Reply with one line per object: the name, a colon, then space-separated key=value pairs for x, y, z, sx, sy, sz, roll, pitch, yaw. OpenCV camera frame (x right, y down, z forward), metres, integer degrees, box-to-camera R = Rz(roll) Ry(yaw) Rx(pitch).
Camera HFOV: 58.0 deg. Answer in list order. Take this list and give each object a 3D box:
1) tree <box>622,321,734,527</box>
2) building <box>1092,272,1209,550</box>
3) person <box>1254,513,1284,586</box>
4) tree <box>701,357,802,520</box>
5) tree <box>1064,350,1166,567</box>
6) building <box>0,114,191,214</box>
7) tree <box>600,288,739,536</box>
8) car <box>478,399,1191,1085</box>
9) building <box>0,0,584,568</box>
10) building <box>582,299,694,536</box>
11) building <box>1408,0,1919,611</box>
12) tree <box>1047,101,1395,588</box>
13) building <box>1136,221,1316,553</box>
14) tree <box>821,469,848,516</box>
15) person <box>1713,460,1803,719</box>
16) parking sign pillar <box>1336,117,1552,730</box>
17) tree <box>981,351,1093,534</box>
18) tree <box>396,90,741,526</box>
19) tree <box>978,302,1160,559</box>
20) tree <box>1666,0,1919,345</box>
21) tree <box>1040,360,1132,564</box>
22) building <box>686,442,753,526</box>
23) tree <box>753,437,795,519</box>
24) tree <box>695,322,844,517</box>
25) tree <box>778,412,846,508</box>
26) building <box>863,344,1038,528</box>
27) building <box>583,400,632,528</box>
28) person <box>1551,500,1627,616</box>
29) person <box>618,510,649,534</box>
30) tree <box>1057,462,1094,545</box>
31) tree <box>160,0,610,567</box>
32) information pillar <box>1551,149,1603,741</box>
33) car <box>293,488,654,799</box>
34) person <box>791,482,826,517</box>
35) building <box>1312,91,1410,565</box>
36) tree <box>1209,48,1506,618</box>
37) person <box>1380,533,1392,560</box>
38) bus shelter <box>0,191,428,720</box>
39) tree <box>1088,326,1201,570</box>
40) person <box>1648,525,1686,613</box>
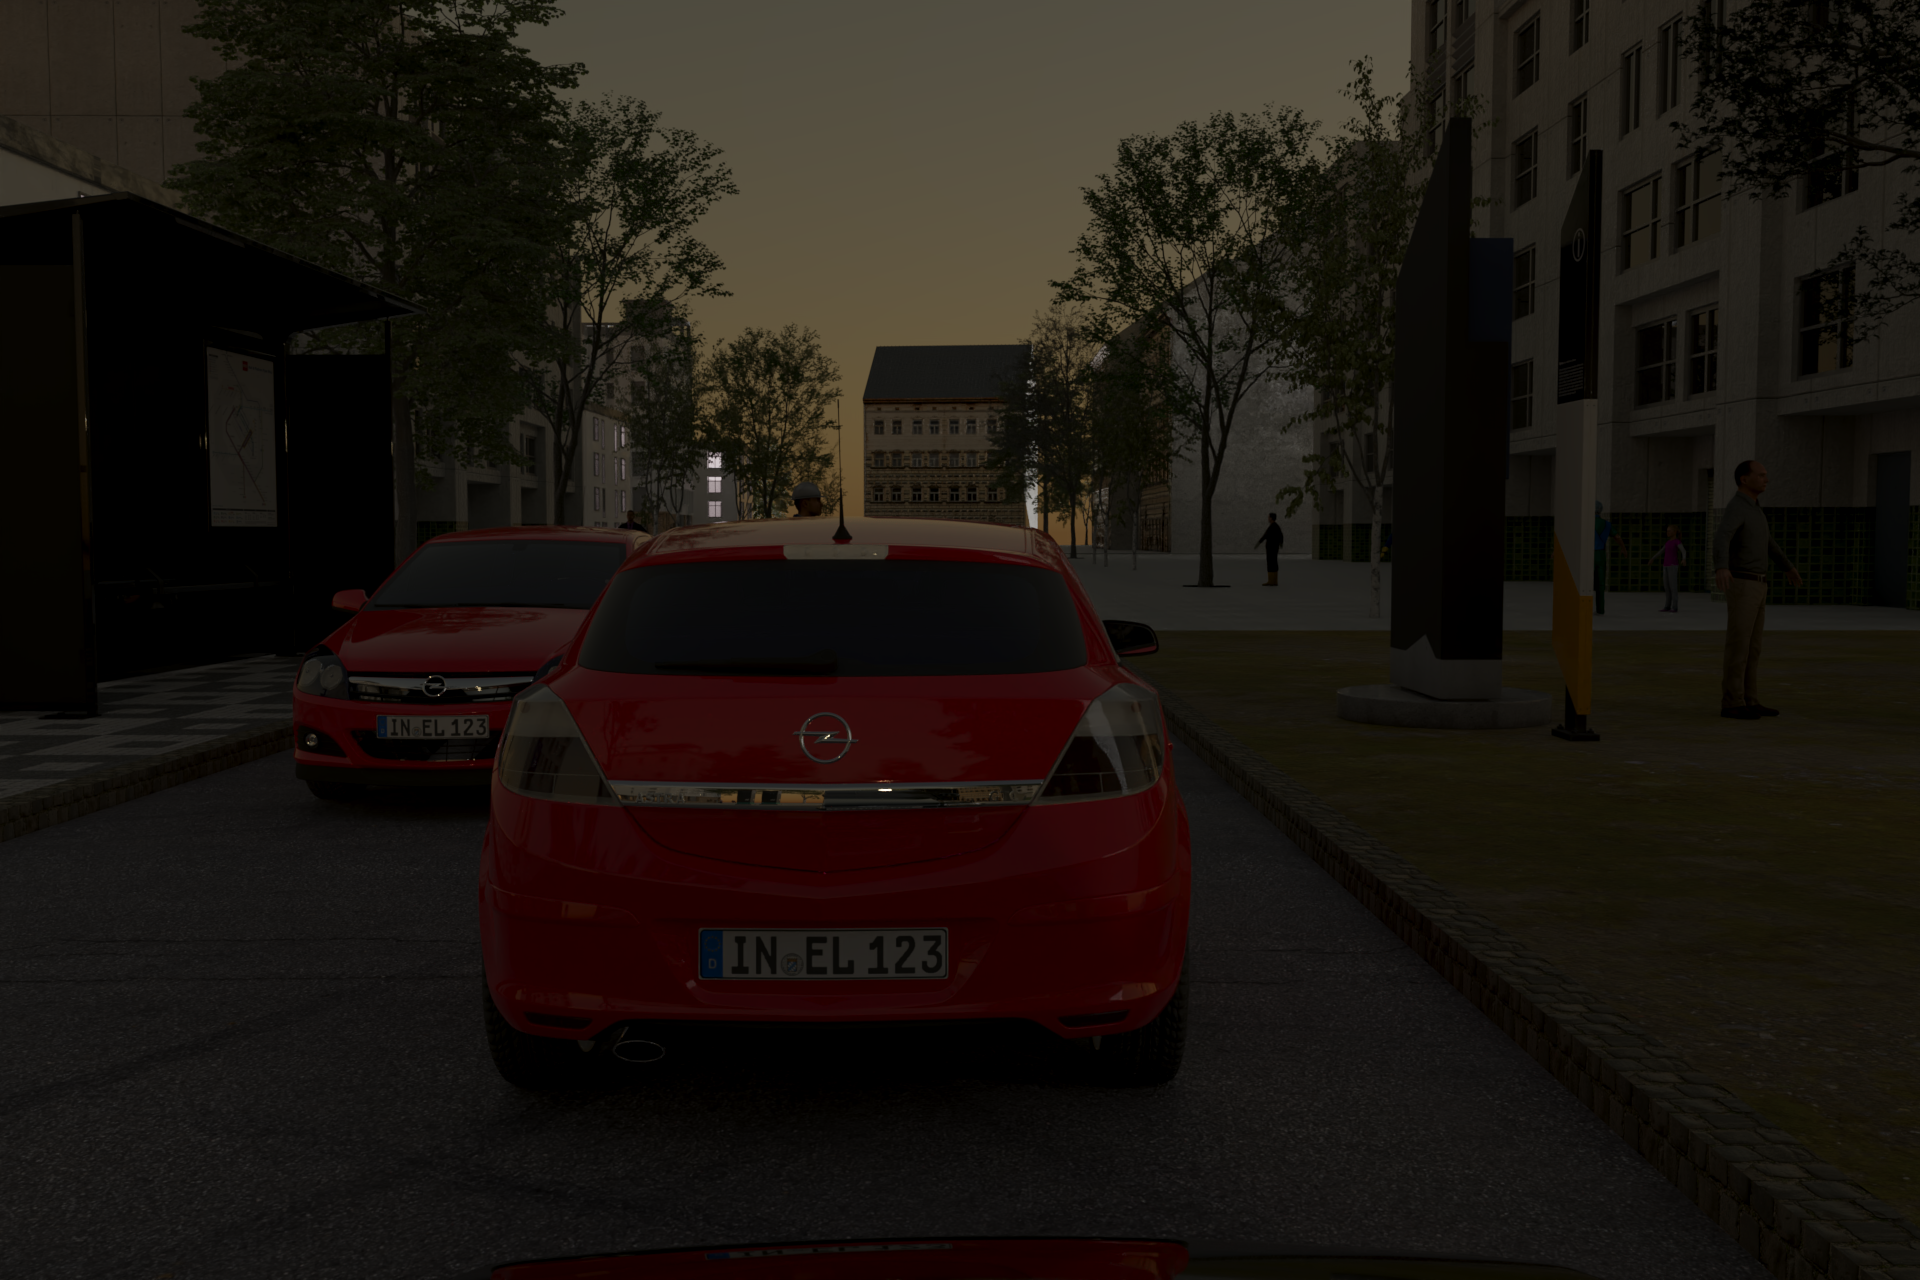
tree: x=-9.894 y=-6.728 z=60.366 sx=4.737 sy=8.622 sz=4.395 roll=0 pitch=3 yaw=0
building: x=21.184 y=-19.314 z=146.718 sx=19.493 sy=23.208 sz=18.063 roll=0 pitch=4 yaw=0
person: x=7.693 y=-2.244 z=42.823 sx=0.704 sy=1.812 sz=1.346 roll=3 pitch=4 yaw=39
tree: x=-9.008 y=-7.463 z=72.375 sx=4.737 sy=8.622 sz=4.395 roll=0 pitch=3 yaw=0
tree: x=5.496 y=-7.146 z=67.205 sx=4.360 sy=8.622 sz=3.978 roll=0 pitch=3 yaw=0
building: x=-23.675 y=-6.192 z=43.384 sx=9.099 sy=9.664 sz=28.070 roll=0 pitch=3 yaw=0
tree: x=-9.456 y=-6.243 z=52.429 sx=4.360 sy=8.622 sz=3.978 roll=0 pitch=3 yaw=0
car: x=-0.327 y=0.186 z=5.994 sx=2.155 sy=1.783 sz=4.494 roll=0 pitch=4 yaw=-1
building: x=-27.498 y=-12.655 z=73.370 sx=16.747 sy=18.905 sz=31.486 roll=0 pitch=4 yaw=-1
building: x=-28.684 y=-17.397 z=140.853 sx=16.016 sy=20.090 sz=11.380 roll=0 pitch=4 yaw=0
building: x=22.599 y=-10.561 z=39.130 sx=16.747 sy=18.905 sz=31.486 roll=0 pitch=4 yaw=0
tree: x=6.113 y=-7.081 z=41.532 sx=9.928 sy=11.665 sz=9.643 roll=0 pitch=3 yaw=0
building: x=23.392 y=-18.048 z=126.016 sx=19.493 sy=23.208 sz=18.063 roll=0 pitch=4 yaw=-1
tree: x=-14.752 y=-14.959 z=194.943 sx=4.737 sy=8.622 sz=4.395 roll=0 pitch=3 yaw=0
person: x=5.529 y=-0.358 z=12.117 sx=1.348 sy=1.796 sz=0.705 roll=-3 pitch=5 yaw=-44
parking sign pillar: x=3.363 y=-1.436 z=11.953 sx=1.447 sy=3.967 sz=1.447 roll=0 pitch=4 yaw=-1
tree: x=5.179 y=-11.543 z=106.858 sx=7.486 sy=12.596 sz=7.792 roll=0 pitch=3 yaw=0
tree: x=-9.216 y=-7.007 z=40.326 sx=9.928 sy=11.665 sz=9.643 roll=0 pitch=3 yaw=0
tree: x=5.871 y=-11.019 z=90.530 sx=12.009 sy=13.543 sz=11.850 roll=0 pitch=3 yaw=0
tree: x=10.145 y=-4.931 z=15.029 sx=8.767 sy=10.594 sz=7.601 roll=3 pitch=4 yaw=38
tree: x=5.745 y=-7.499 z=72.976 sx=4.360 sy=8.622 sz=3.978 roll=0 pitch=3 yaw=0
building: x=-24.874 y=-14.013 z=171.265 sx=9.099 sy=9.664 sz=28.070 roll=0 pitch=4 yaw=-1
tree: x=-22.247 y=-17.263 z=200.373 sx=7.486 sy=12.596 sz=7.792 roll=0 pitch=3 yaw=0
tree: x=-9.488 y=-9.774 z=85.556 sx=9.928 sy=11.665 sz=9.643 roll=0 pitch=3 yaw=0
tree: x=-9.540 y=-9.361 z=103.420 sx=4.360 sy=8.622 sz=3.978 roll=0 pitch=3 yaw=0
building: x=-0.684 y=-22.438 z=200.242 sx=18.063 sy=23.208 sz=19.493 roll=0 pitch=4 yaw=7
building: x=-27.734 y=-11.034 z=122.551 sx=9.099 sy=9.664 sz=28.070 roll=0 pitch=4 yaw=0
person: x=9.935 y=-1.290 z=27.212 sx=1.347 sy=1.817 sz=0.704 roll=-1 pitch=4 yaw=-14
person: x=-7.145 y=-1.918 z=37.580 sx=1.346 sy=1.802 sz=0.704 roll=0 pitch=4 yaw=-3
tree: x=14.366 y=-16.644 z=197.889 sx=9.928 sy=11.665 sz=9.643 roll=0 pitch=3 yaw=0
tree: x=-9.536 y=-6.768 z=28.784 sx=7.486 sy=12.596 sz=7.792 roll=0 pitch=3 yaw=0
information pillar: x=3.863 y=-1.192 z=10.850 sx=0.183 sy=3.616 sz=0.504 roll=0 pitch=4 yaw=-1
car: x=-2.629 y=-0.102 z=10.709 sx=2.155 sy=1.783 sz=4.494 roll=0 pitch=4 yaw=-1
person: x=-1.154 y=-0.302 z=13.372 sx=0.705 sy=1.833 sz=1.349 roll=0 pitch=4 yaw=-3
building: x=26.247 y=-12.509 z=70.975 sx=16.747 sy=18.905 sz=31.486 roll=0 pitch=4 yaw=-1
tree: x=6.273 y=-4.664 z=26.620 sx=4.737 sy=8.622 sz=4.395 roll=0 pitch=3 yaw=0
person: x=6.989 y=-1.253 z=26.463 sx=1.349 sy=1.833 sz=0.705 roll=-1 pitch=4 yaw=-17
bus shelter: x=-6.471 y=-1.453 z=15.039 sx=1.731 sy=3.624 sz=6.357 roll=0 pitch=4 yaw=2
tree: x=6.383 y=-6.804 z=61.608 sx=4.737 sy=8.622 sz=4.395 roll=0 pitch=3 yaw=0
person: x=11.590 y=-1.168 z=28.359 sx=0.599 sy=1.433 sz=0.991 roll=-1 pitch=4 yaw=-11
